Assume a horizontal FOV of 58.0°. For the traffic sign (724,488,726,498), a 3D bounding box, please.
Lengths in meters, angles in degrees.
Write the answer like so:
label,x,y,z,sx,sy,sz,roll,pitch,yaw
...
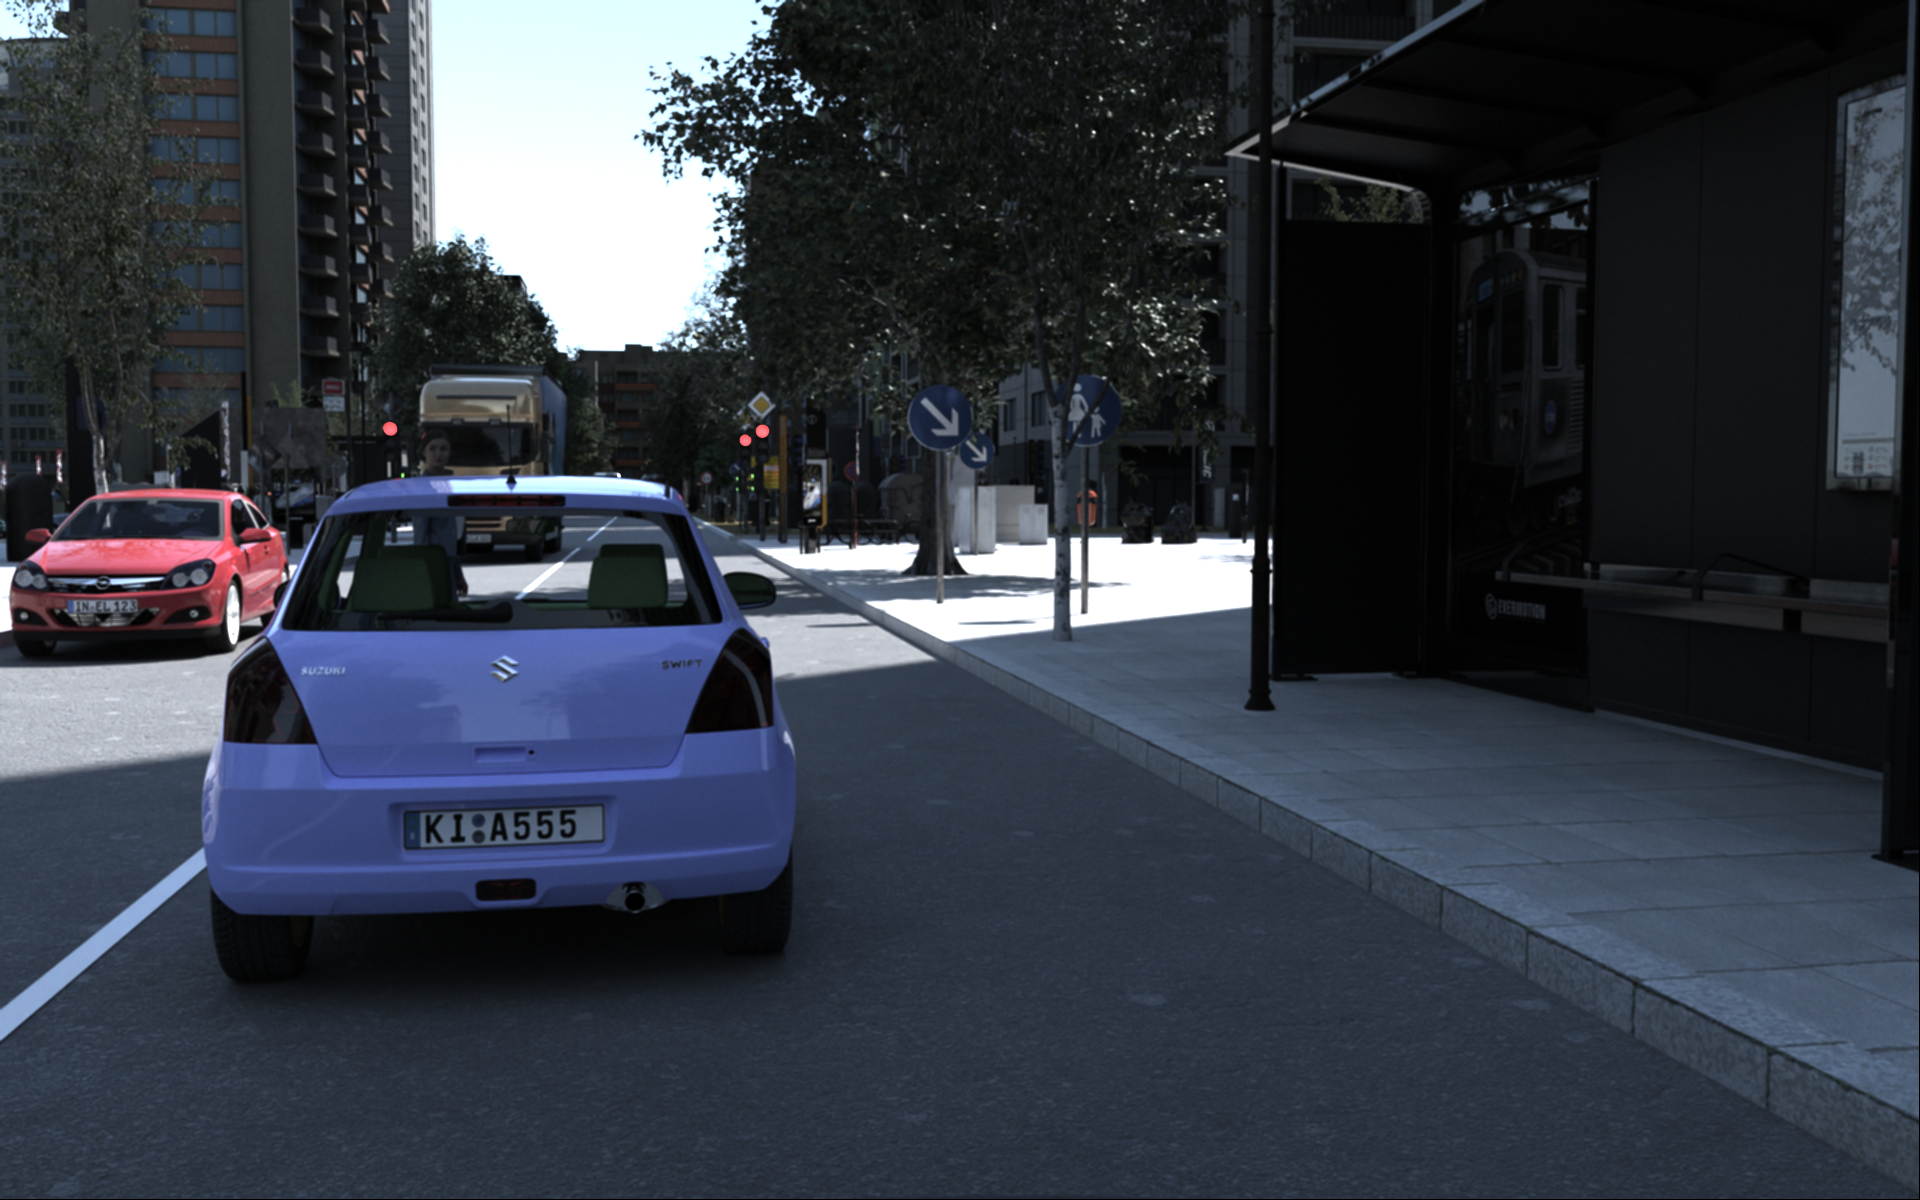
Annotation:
label,x,y,z,sx,sy,sz,roll,pitch,yaw
traffic sign,-17.650,-7.951,130.110,0.768,2.556,0.104,-1,4,-9

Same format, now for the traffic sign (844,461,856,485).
label,x,y,z,sx,sy,sz,roll,pitch,yaw
traffic sign,-4.066,-4.066,66.583,0.768,2.556,0.104,-1,4,-9

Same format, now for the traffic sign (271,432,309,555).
label,x,y,z,sx,sy,sz,roll,pitch,yaw
traffic sign,-14.026,-2.209,36.115,0.884,2.594,0.081,0,4,-8

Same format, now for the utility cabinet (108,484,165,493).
label,x,y,z,sx,sy,sz,roll,pitch,yaw
utility cabinet,-18.051,-1.787,37.901,0.318,1.500,1.173,3,5,44

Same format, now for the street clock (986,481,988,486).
label,x,y,z,sx,sy,sz,roll,pitch,yaw
street clock,1.393,-5.569,95.628,0.358,2.002,0.471,1,4,11

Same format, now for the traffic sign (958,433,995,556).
label,x,y,z,sx,sy,sz,roll,pitch,yaw
traffic sign,0.336,-2.197,36.026,0.768,2.556,0.104,-1,4,-8

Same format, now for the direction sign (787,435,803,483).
label,x,y,z,sx,sy,sz,roll,pitch,yaw
direction sign,-6.453,-4.546,66.331,0.876,3.537,0.379,0,4,7

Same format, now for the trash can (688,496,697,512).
label,x,y,z,sx,sy,sz,roll,pitch,yaw
trash can,-18.952,-6.796,122.766,0.748,1.137,0.748,0,3,0

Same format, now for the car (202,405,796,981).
label,x,y,z,sx,sy,sz,roll,pitch,yaw
car,-1.624,0.188,6.522,1.945,1.707,3.694,-1,4,-12

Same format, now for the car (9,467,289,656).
label,x,y,z,sx,sy,sz,roll,pitch,yaw
car,-7.731,-0.474,16.794,2.155,1.783,4.494,-1,4,-12

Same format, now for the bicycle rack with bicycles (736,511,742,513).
label,x,y,z,sx,sy,sz,roll,pitch,yaw
bicycle rack with bicycles,-13.654,-6.278,116.029,2.852,0.926,2.925,1,4,13

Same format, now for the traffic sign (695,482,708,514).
label,x,y,z,sx,sy,sz,roll,pitch,yaw
traffic sign,-16.337,-6.716,109.811,0.884,2.594,0.081,0,4,-2

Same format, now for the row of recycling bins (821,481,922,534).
label,x,y,z,sx,sy,sz,roll,pitch,yaw
row of recycling bins,-2.720,-3.019,56.476,3.534,1.692,1.069,-2,4,-28

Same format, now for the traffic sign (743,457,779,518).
label,x,y,z,sx,sy,sz,roll,pitch,yaw
traffic sign,-10.399,-6.014,92.208,2.265,3.308,0.079,0,4,-6

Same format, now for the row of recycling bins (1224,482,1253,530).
label,x,y,z,sx,sy,sz,roll,pitch,yaw
row of recycling bins,10.053,-3.395,62.622,1.069,1.692,3.534,1,4,8

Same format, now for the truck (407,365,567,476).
label,x,y,z,sx,sy,sz,roll,pitch,yaw
truck,-10.618,-3.123,39.968,2.839,4.237,11.283,-1,4,-10

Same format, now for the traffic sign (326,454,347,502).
label,x,y,z,sx,sy,sz,roll,pitch,yaw
traffic sign,-20.037,-3.388,55.494,0.768,2.556,0.104,0,4,-5

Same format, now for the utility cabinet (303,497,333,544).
label,x,y,z,sx,sy,sz,roll,pitch,yaw
utility cabinet,-16.637,-2.037,44.461,1.020,1.237,0.306,0,4,2

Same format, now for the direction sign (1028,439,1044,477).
label,x,y,z,sx,sy,sz,roll,pitch,yaw
direction sign,3.169,-4.901,72.135,0.876,3.537,0.379,-3,5,-41

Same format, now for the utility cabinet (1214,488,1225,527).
label,x,y,z,sx,sy,sz,roll,pitch,yaw
utility cabinet,10.162,-3.566,66.985,0.318,1.500,1.173,2,4,28

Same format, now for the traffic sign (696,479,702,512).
label,x,y,z,sx,sy,sz,roll,pitch,yaw
traffic sign,-18.439,-7.552,123.587,0.768,2.556,0.104,0,4,-8

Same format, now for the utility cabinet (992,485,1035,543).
label,x,y,z,sx,sy,sz,roll,pitch,yaw
utility cabinet,1.328,-2.215,44.889,1.173,1.500,0.318,-1,4,-19

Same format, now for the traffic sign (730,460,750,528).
label,x,y,z,sx,sy,sz,roll,pitch,yaw
traffic sign,-8.262,-3.976,65.121,0.768,2.556,0.104,0,4,-8

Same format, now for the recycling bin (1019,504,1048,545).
label,x,y,z,sx,sy,sz,roll,pitch,yaw
recycling bin,1.862,-1.914,43.853,0.722,1.027,0.722,0,4,3

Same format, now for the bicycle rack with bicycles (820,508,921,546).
label,x,y,z,sx,sy,sz,roll,pitch,yaw
bicycle rack with bicycles,-2.317,-1.878,44.084,2.925,0.926,2.852,0,4,-2

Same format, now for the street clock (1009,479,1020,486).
label,x,y,z,sx,sy,sz,roll,pitch,yaw
street clock,2.531,-4.659,80.743,0.471,2.002,0.358,-1,4,-11

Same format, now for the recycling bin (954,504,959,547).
label,x,y,z,sx,sy,sz,roll,pitch,yaw
recycling bin,0.136,-1.820,42.310,0.722,1.027,0.722,2,4,25

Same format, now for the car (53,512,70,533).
label,x,y,z,sx,sy,sz,roll,pitch,yaw
car,-22.981,-2.157,47.267,4.499,1.417,2.014,-1,4,-11

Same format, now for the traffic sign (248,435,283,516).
label,x,y,z,sx,sy,sz,roll,pitch,yaw
traffic sign,-13.686,-2.006,33.981,0.795,2.450,0.064,0,4,-4

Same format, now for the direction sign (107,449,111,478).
label,x,y,z,sx,sy,sz,roll,pitch,yaw
direction sign,-42.780,-5.768,86.309,0.876,3.537,0.379,-1,4,-22

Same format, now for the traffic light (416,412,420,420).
label,x,y,z,sx,sy,sz,roll,pitch,yaw
traffic light,-16.295,-3.937,53.285,0.839,4.253,0.868,-1,4,-10

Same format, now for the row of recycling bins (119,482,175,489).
label,x,y,z,sx,sy,sz,roll,pitch,yaw
row of recycling bins,-28.929,-3.278,60.712,3.534,1.692,1.069,1,4,14

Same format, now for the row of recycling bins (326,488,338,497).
label,x,y,z,sx,sy,sz,roll,pitch,yaw
row of recycling bins,-41.304,-6.729,117.132,1.069,1.692,3.534,2,4,31

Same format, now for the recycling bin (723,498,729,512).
label,x,y,z,sx,sy,sz,roll,pitch,yaw
recycling bin,-17.410,-7.014,127.236,0.722,1.027,0.722,0,4,4

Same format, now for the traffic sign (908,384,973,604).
label,x,y,z,sx,sy,sz,roll,pitch,yaw
traffic sign,-0.232,-1.231,20.226,0.768,2.556,0.104,0,4,-7

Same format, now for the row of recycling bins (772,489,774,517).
label,x,y,z,sx,sy,sz,roll,pitch,yaw
row of recycling bins,-9.797,-5.503,97.083,1.069,1.692,3.534,-2,4,-30

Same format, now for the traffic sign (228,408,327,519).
label,x,y,z,sx,sy,sz,roll,pitch,yaw
traffic sign,-16.104,-2.873,40.848,2.265,3.308,0.079,0,4,-4

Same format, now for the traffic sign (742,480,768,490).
label,x,y,z,sx,sy,sz,roll,pitch,yaw
traffic sign,-13.629,-7.341,113.906,2.265,3.308,0.079,0,4,-6

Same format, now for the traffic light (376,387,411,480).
label,x,y,z,sx,sy,sz,roll,pitch,yaw
traffic light,-14.864,-3.456,45.429,0.839,4.253,0.868,-1,4,-10

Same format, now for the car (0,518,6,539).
label,x,y,z,sx,sy,sz,roll,pitch,yaw
car,-28.509,-2.342,47.094,4.718,1.807,1.959,-1,4,-12

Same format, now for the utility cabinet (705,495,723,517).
label,x,y,z,sx,sy,sz,roll,pitch,yaw
utility cabinet,-14.086,-5.379,99.106,1.020,1.237,0.306,0,4,-4

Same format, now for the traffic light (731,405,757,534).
label,x,y,z,sx,sy,sz,roll,pitch,yaw
traffic light,-6.841,-4.043,55.017,0.839,4.253,0.868,-1,4,-10

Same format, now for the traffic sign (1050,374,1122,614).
label,x,y,z,sx,sy,sz,roll,pitch,yaw
traffic sign,1.336,-1.125,18.493,0.768,2.556,0.104,0,4,-1

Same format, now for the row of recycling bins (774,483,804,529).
label,x,y,z,sx,sy,sz,roll,pitch,yaw
row of recycling bins,-4.959,-3.494,64.235,3.534,1.692,1.069,1,4,20

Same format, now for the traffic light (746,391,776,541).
label,x,y,z,sx,sy,sz,roll,pitch,yaw
traffic light,-5.410,-3.562,47.160,0.839,4.253,0.868,-1,4,-10

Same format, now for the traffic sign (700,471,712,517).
label,x,y,z,sx,sy,sz,roll,pitch,yaw
traffic sign,-14.158,-5.917,96.842,0.768,2.556,0.104,0,4,-2

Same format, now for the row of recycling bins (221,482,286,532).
label,x,y,z,sx,sy,sz,roll,pitch,yaw
row of recycling bins,-24.313,-3.167,58.890,3.534,1.692,1.069,0,4,5

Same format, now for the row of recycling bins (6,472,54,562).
label,x,y,z,sx,sy,sz,roll,pitch,yaw
row of recycling bins,-19.019,-1.558,32.578,3.534,1.692,1.069,-1,4,-20

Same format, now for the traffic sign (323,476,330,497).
label,x,y,z,sx,sy,sz,roll,pitch,yaw
traffic sign,-21.433,-3.567,58.420,0.768,2.556,0.104,0,4,-3
